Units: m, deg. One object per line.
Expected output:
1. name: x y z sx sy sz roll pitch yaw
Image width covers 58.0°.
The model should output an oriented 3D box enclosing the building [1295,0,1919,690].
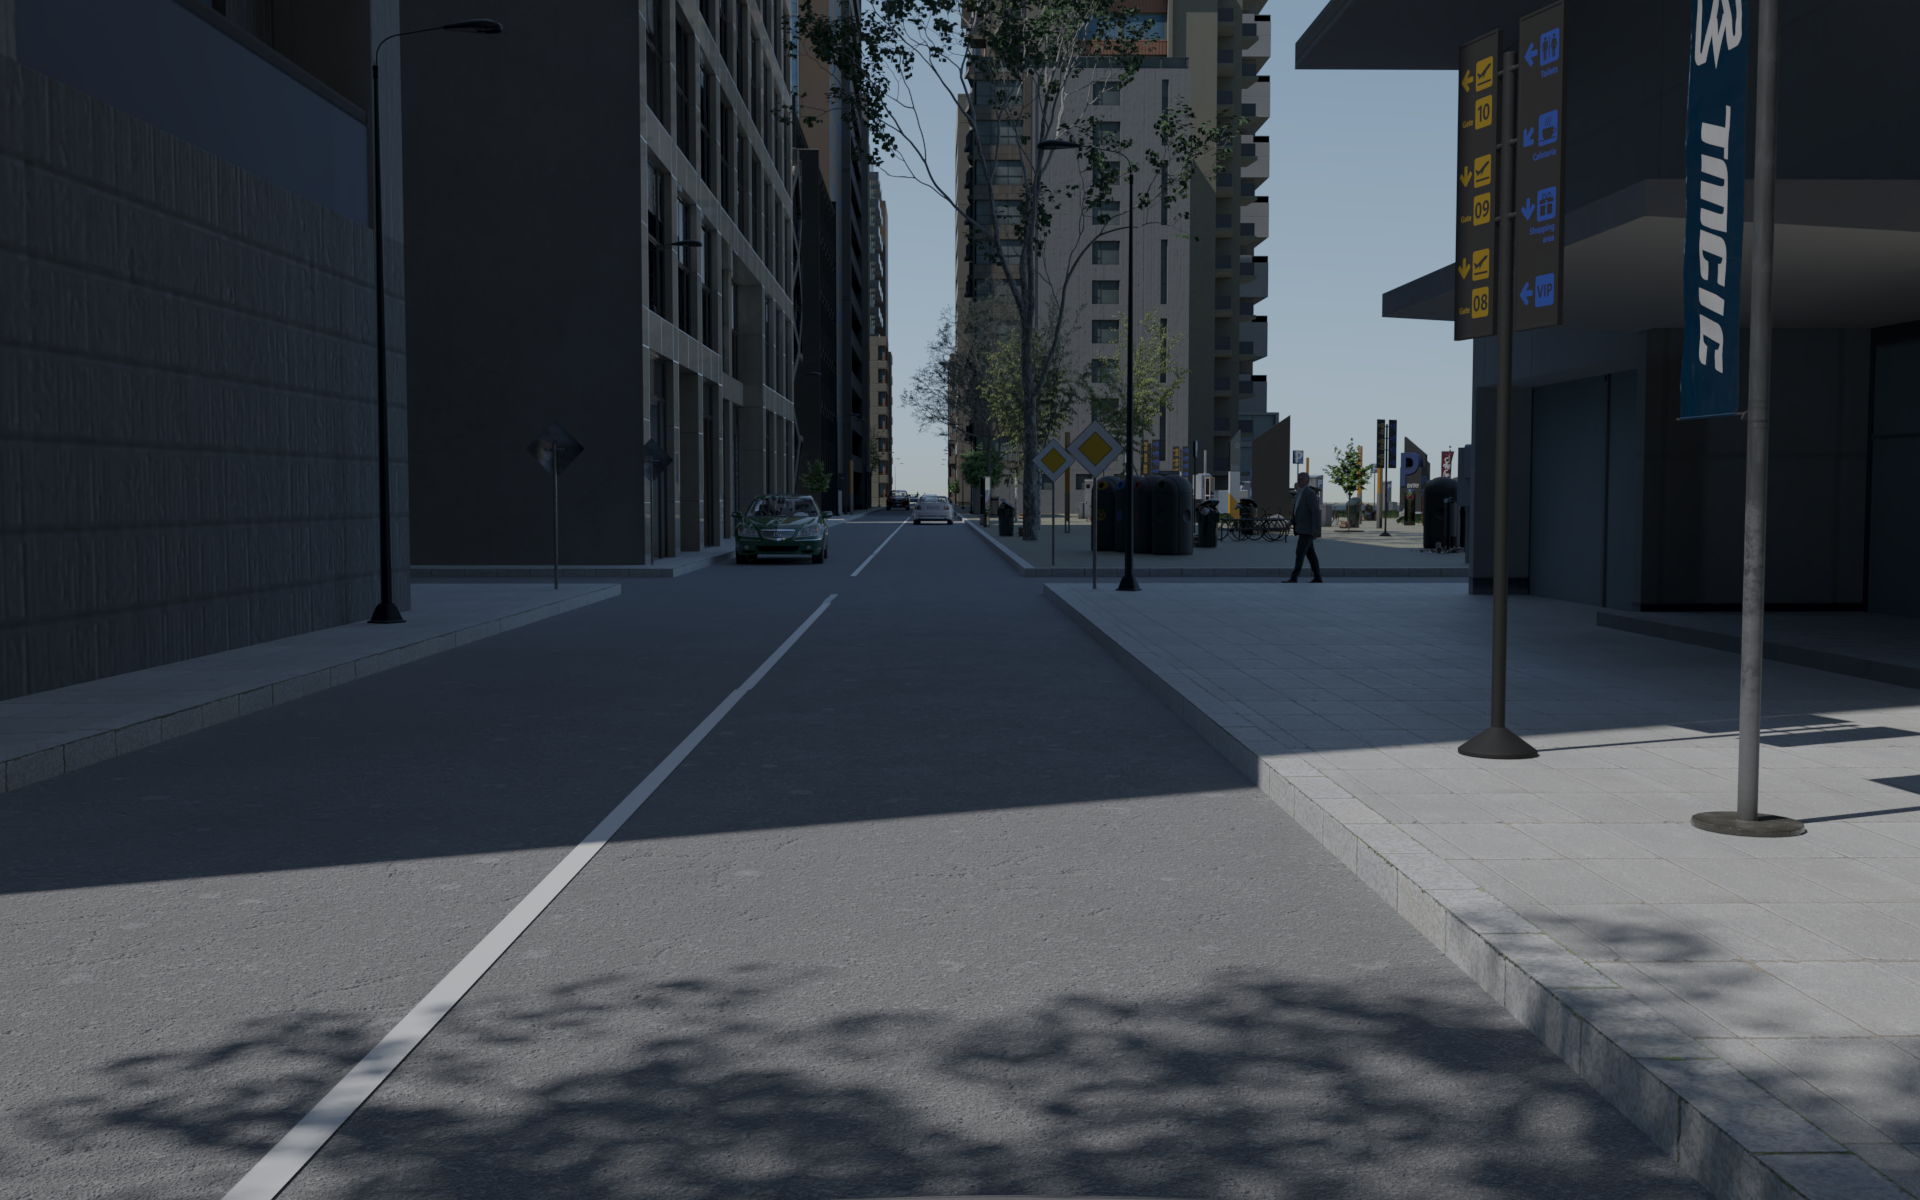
1. building: 17.811 -25.651 8.636 28.713 52.752 27.495 0 4 -1

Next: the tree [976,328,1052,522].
1. tree: 2.774 -7.808 78.026 4.737 8.622 4.395 0 3 0

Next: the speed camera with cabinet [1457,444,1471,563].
1. speed camera with cabinet: 10.145 -2.279 31.592 2.038 3.252 0.660 3 5 43

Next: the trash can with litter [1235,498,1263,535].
1. trash can with litter: 9.117 -2.624 54.289 0.624 1.170 1.055 3 4 39

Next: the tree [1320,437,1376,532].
1. tree: 13.284 -3.911 58.544 1.663 3.219 1.824 0 3 0

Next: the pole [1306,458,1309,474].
1. pole: 19.368 -6.283 96.577 0.158 3.312 0.155 0 3 0

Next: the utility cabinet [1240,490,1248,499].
1. utility cabinet: 15.729 -5.478 98.237 1.173 1.500 0.318 -1 4 -11

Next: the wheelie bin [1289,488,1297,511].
1. wheelie bin: 16.689 -4.864 87.431 0.980 1.594 0.693 -2 4 -25

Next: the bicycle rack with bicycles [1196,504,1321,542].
1. bicycle rack with bicycles: 8.127 -2.071 47.243 2.925 0.926 2.852 2 4 26

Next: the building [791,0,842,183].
1. building: -15.016 -28.327 113.253 14.600 45.320 14.200 0 4 -1

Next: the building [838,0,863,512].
1. building: -18.505 -31.068 131.661 21.300 48.544 21.600 0 4 -1

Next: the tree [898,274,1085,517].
1. tree: 1.710 -11.368 96.231 12.009 13.543 11.850 0 3 0

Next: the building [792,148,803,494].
1. building: -15.203 -12.588 73.272 16.820 18.784 16.811 0 4 -1

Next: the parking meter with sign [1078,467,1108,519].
1. parking meter with sign: 6.766 -5.656 88.742 0.543 3.016 1.738 -3 5 -41

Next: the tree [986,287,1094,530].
1. tree: 2.836 -6.847 62.315 4.360 8.622 3.978 0 3 0

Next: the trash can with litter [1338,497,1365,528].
1. trash can with litter: 14.690 -3.282 65.044 0.624 1.170 1.055 3 5 45

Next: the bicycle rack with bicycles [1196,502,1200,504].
1. bicycle rack with bicycles: 13.288 -5.087 96.546 2.925 0.926 2.852 0 4 -7

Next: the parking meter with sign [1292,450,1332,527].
1. parking meter with sign: 13.917 -4.401 68.221 0.543 3.016 1.738 -3 4 -36

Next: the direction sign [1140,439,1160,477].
1. direction sign: 7.891 -4.892 71.984 0.876 3.537 0.379 2 4 35

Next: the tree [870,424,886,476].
1. tree: -9.677 -14.189 182.344 4.737 8.622 4.395 0 3 0

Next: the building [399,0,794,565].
1. building: -15.564 -14.850 47.312 19.350 26.468 34.151 0 4 -1

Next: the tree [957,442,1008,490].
1. tree: 1.466 -7.713 109.824 4.285 4.588 4.351 0 3 0

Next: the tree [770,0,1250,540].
1. tree: 1.186 -11.645 46.291 12.611 20.169 13.585 0 3 0

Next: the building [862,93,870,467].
1. building: -16.172 -29.831 171.330 14.154 41.232 14.086 0 4 -1

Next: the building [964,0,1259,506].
1. building: 11.503 -29.649 139.382 22.147 44.769 28.867 0 4 -1

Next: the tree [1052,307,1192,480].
1. tree: 6.846 -7.176 67.692 4.737 8.622 4.395 0 3 0

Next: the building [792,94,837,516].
1. building: -13.363 -16.230 95.040 12.332 23.373 15.834 0 4 -1

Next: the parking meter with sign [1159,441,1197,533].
1. parking meter with sign: 6.888 -3.709 56.904 1.738 3.016 0.543 1 4 14

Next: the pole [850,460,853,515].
1. pole: -6.572 -6.794 104.922 0.158 3.312 0.155 0 3 0

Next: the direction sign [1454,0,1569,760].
1. direction sign: 2.651 -1.005 8.436 0.379 3.537 0.876 -1 4 -16

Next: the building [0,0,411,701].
1. building: -19.996 -28.786 12.653 28.212 58.520 21.231 0 4 -1

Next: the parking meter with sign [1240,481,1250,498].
1. parking meter with sign: 17.139 -6.564 103.580 1.738 3.016 0.543 -2 4 -29

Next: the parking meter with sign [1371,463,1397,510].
1. parking meter with sign: 24.043 -6.223 98.012 0.543 3.016 1.738 -2 4 -30

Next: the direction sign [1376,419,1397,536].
1. direction sign: 12.935 -3.705 52.567 0.876 3.537 0.379 -2 4 -35

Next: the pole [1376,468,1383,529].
1. pole: 15.579 -4.306 64.244 0.158 3.312 0.155 0 3 0

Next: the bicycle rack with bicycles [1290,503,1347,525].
1. bicycle rack with bicycles: 14.901 -3.578 71.879 2.852 0.926 2.925 -1 4 -14

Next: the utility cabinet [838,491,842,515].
1. utility cabinet: -7.490 -5.880 104.819 0.318 1.500 1.173 -2 4 -26

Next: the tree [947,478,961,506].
1. tree: -0.358 -11.970 190.317 1.663 3.219 1.824 0 3 0

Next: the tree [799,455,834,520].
1. tree: -6.935 -5.523 84.907 1.663 3.219 1.824 0 3 0

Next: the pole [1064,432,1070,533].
1. pole: 3.540 -3.870 57.114 0.158 3.312 0.155 0 3 0

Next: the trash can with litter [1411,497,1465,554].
1. trash can with litter: 10.605 -1.653 38.083 1.678 1.210 2.233 2 4 26

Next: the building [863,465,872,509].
1. building: -18.250 -43.681 152.443 20.563 71.187 20.611 0 4 -1

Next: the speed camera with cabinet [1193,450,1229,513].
1. speed camera with cabinet: 11.498 -5.171 78.884 2.038 3.252 0.660 -3 5 -39

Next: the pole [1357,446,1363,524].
1. pole: 16.975 -4.874 73.533 0.158 3.312 0.155 0 3 0

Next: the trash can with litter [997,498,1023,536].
1. trash can with litter: 1.650 -2.521 52.611 1.055 1.170 0.624 1 4 8

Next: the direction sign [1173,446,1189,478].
1. direction sign: 10.462 -5.512 82.120 0.876 3.537 0.379 3 4 37

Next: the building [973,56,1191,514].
1. building: 7.853 -21.199 118.310 14.160 30.474 14.107 0 4 -1

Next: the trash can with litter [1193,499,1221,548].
1. trash can with litter: 5.777 -1.851 41.651 0.624 1.170 1.055 -2 4 -30
